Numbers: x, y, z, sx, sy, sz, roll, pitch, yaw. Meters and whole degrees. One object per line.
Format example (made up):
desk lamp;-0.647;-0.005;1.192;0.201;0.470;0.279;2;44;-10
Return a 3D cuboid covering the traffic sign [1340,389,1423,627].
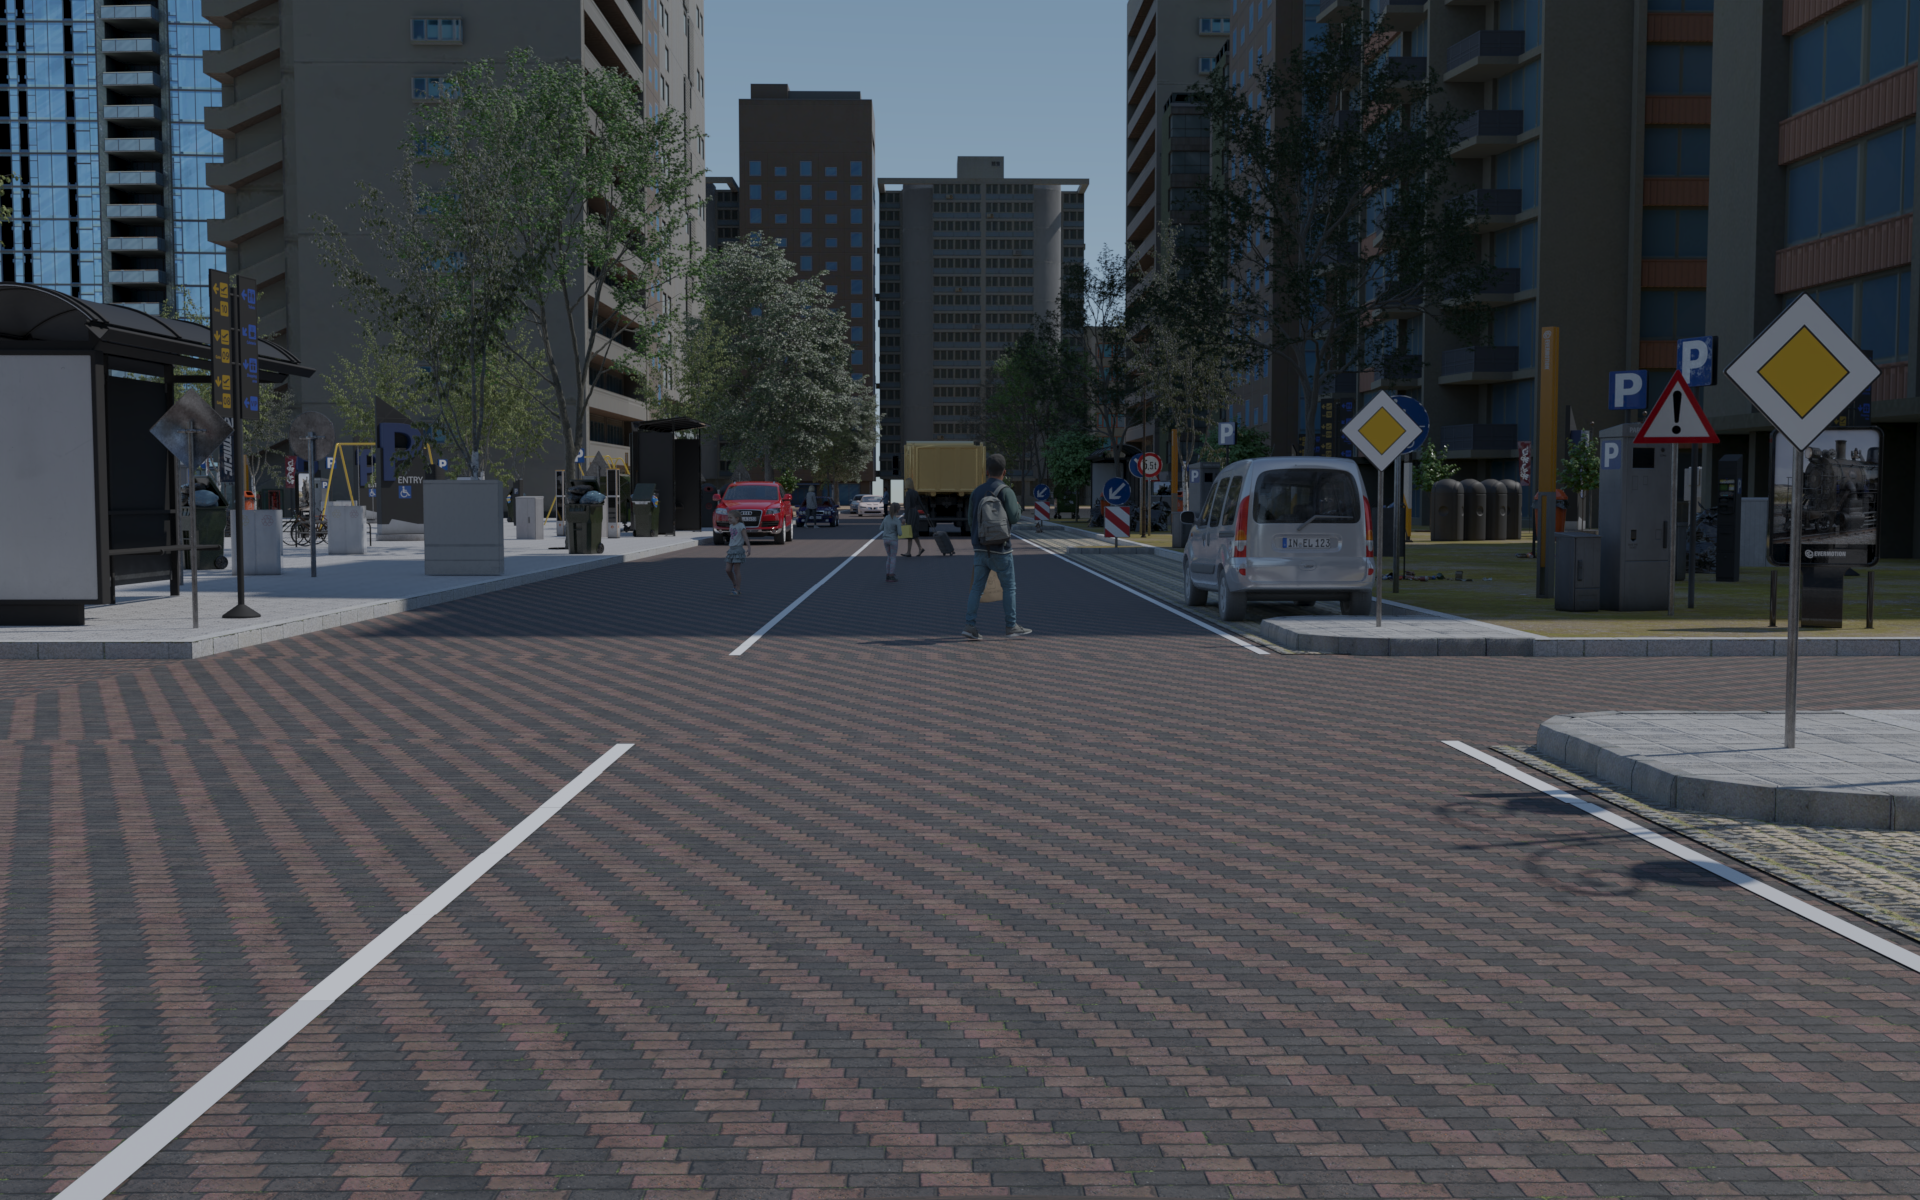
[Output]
traffic sign;4.043;-0.797;16.675;0.795;2.450;0.064;0;4;-1

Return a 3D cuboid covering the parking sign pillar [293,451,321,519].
parking sign pillar;-33.773;-6.186;89.614;1.447;3.967;1.447;-3;5;-43

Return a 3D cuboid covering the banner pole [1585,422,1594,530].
banner pole;21.711;-4.276;59.922;0.863;3.779;0.401;-3;5;-41

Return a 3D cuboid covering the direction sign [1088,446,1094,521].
direction sign;6.146;-5.448;81.064;0.876;3.537;0.379;3;5;44

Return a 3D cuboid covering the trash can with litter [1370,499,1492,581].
trash can with litter;6.757;-0.901;25.791;2.233;1.210;1.678;1;4;19

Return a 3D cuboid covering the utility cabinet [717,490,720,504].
utility cabinet;-12.460;-5.033;90.976;0.318;1.500;1.173;0;4;4

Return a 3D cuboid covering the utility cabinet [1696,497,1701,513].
utility cabinet;22.399;-2.526;52.466;0.306;1.237;1.020;2;4;24

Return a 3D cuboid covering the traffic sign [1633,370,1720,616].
traffic sign;7.511;-1.114;18.225;0.884;2.594;0.081;0;4;4

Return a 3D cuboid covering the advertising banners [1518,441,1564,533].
advertising banners;18.965;-3.671;56.211;0.090;3.025;2.074;-3;4;-38

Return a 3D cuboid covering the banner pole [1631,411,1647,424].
banner pole;20.650;-3.837;52.750;0.401;3.779;0.863;-1;4;-19

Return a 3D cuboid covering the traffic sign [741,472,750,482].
traffic sign;-11.368;-5.532;90.548;0.768;2.556;0.104;0;4;1

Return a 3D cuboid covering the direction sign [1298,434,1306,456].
direction sign;13.097;-4.464;64.989;0.876;3.537;0.379;2;4;35

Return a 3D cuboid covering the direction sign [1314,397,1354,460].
direction sign;8.873;-2.988;40.854;0.876;3.537;0.379;3;5;44

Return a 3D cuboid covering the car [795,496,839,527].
car;-6.266;-3.894;76.250;1.945;1.354;3.894;0;4;-1

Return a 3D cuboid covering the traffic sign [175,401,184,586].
traffic sign;-10.934;-1.482;24.240;0.884;2.594;0.081;0;4;3

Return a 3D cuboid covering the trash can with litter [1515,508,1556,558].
trash can with litter;12.046;-1.463;34.984;2.233;1.210;1.678;-3;5;-40

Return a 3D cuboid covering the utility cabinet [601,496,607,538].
utility cabinet;-10.603;-2.441;51.076;0.306;1.237;1.020;1;4;21

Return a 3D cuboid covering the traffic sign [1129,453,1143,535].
traffic sign;5.666;-3.307;54.173;0.768;2.556;0.104;0;4;4

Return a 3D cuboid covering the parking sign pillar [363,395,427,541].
parking sign pillar;-15.346;-3.617;47.610;1.447;3.967;1.447;-3;4;-37

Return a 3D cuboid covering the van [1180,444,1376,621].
van;3.728;-0.841;20.764;2.013;2.044;4.112;0;4;-1

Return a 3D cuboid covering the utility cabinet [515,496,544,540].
utility cabinet;-12.195;-2.318;49.061;1.020;1.237;0.306;3;5;44

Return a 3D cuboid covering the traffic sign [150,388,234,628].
traffic sign;-7.300;-0.786;16.486;0.795;2.450;0.064;0;4;-1

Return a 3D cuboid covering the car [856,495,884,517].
car;-5.589;-6.023;110.843;2.083;1.381;4.827;0;4;-3

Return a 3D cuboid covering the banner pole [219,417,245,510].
banner pole;-19.041;-3.388;45.419;0.863;3.779;0.401;0;4;6

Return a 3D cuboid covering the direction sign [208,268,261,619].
direction sign;-7.468;-1.584;17.895;0.379;3.537;0.876;0;4;6

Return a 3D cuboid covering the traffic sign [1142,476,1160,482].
traffic sign;8.051;-4.492;73.446;0.884;2.594;0.081;0;4;8

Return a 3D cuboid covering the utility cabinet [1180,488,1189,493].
utility cabinet;8.536;-3.292;62.507;1.173;1.500;0.318;2;4;29

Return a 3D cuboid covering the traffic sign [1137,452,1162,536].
traffic sign;5.793;-3.233;52.959;0.768;2.556;0.104;0;4;3

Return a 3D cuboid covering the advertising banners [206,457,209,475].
advertising banners;-23.894;-3.582;54.748;0.090;3.025;2.074;-2;4;-31

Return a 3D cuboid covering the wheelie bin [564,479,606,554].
wheelie bin;-8.017;-1.782;37.050;0.980;1.594;0.693;1;4;18

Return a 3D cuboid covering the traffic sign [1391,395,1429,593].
traffic sign;5.656;-1.363;22.395;0.768;2.556;0.104;0;4;6

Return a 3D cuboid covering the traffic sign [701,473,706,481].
traffic sign;-10.987;-4.398;71.912;0.884;2.594;0.081;0;4;2

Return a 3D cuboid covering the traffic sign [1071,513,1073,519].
traffic sign;5.878;-5.541;90.707;0.768;2.556;0.104;0;4;5

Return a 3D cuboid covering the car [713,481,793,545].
car;-6.013;-2.568;50.665;2.281;1.827;5.304;0;4;-2

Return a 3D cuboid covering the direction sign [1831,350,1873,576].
direction sign;13.951;-2.150;27.155;0.876;3.537;0.379;-2;4;-26

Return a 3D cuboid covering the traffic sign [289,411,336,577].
traffic sign;-9.991;-1.627;26.701;0.768;2.556;0.104;0;4;8

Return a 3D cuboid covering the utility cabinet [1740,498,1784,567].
utility cabinet;14.147;-1.194;30.681;1.020;1.237;0.306;1;4;20

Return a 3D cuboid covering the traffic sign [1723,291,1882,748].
traffic sign;4.191;-0.309;8.692;0.795;2.450;0.064;0;4;-1

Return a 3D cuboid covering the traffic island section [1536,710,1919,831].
traffic island section;4.215;0.826;8.769;2.009;0.180;2.903;0;4;-1

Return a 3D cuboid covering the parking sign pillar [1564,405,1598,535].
parking sign pillar;18.849;-3.949;53.034;1.447;3.967;1.447;2;4;30

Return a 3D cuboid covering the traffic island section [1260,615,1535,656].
traffic island section;4.066;0.338;16.753;2.009;0.180;2.903;0;4;-1

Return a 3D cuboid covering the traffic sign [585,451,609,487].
traffic sign;-10.821;-3.174;51.897;0.884;2.594;0.081;0;4;7

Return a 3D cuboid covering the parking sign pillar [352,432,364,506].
parking sign pillar;-25.736;-5.321;75.465;1.447;3.967;1.447;3;5;39

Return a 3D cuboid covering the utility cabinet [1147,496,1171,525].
utility cabinet;8.346;-3.744;72.368;1.020;1.237;0.306;2;4;24

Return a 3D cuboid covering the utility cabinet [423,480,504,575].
utility cabinet;-7.801;-1.136;27.250;1.173;1.500;0.318;0;4;0

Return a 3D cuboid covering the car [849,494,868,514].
car;-6.947;-6.909;124.970;2.014;1.417;4.499;0;4;1

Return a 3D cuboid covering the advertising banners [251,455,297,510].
advertising banners;-30.930;-5.005;78.016;2.074;3.025;0.090;-2;4;-25

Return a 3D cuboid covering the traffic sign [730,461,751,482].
traffic sign;-8.635;-4.165;68.108;0.884;2.594;0.081;0;4;6
